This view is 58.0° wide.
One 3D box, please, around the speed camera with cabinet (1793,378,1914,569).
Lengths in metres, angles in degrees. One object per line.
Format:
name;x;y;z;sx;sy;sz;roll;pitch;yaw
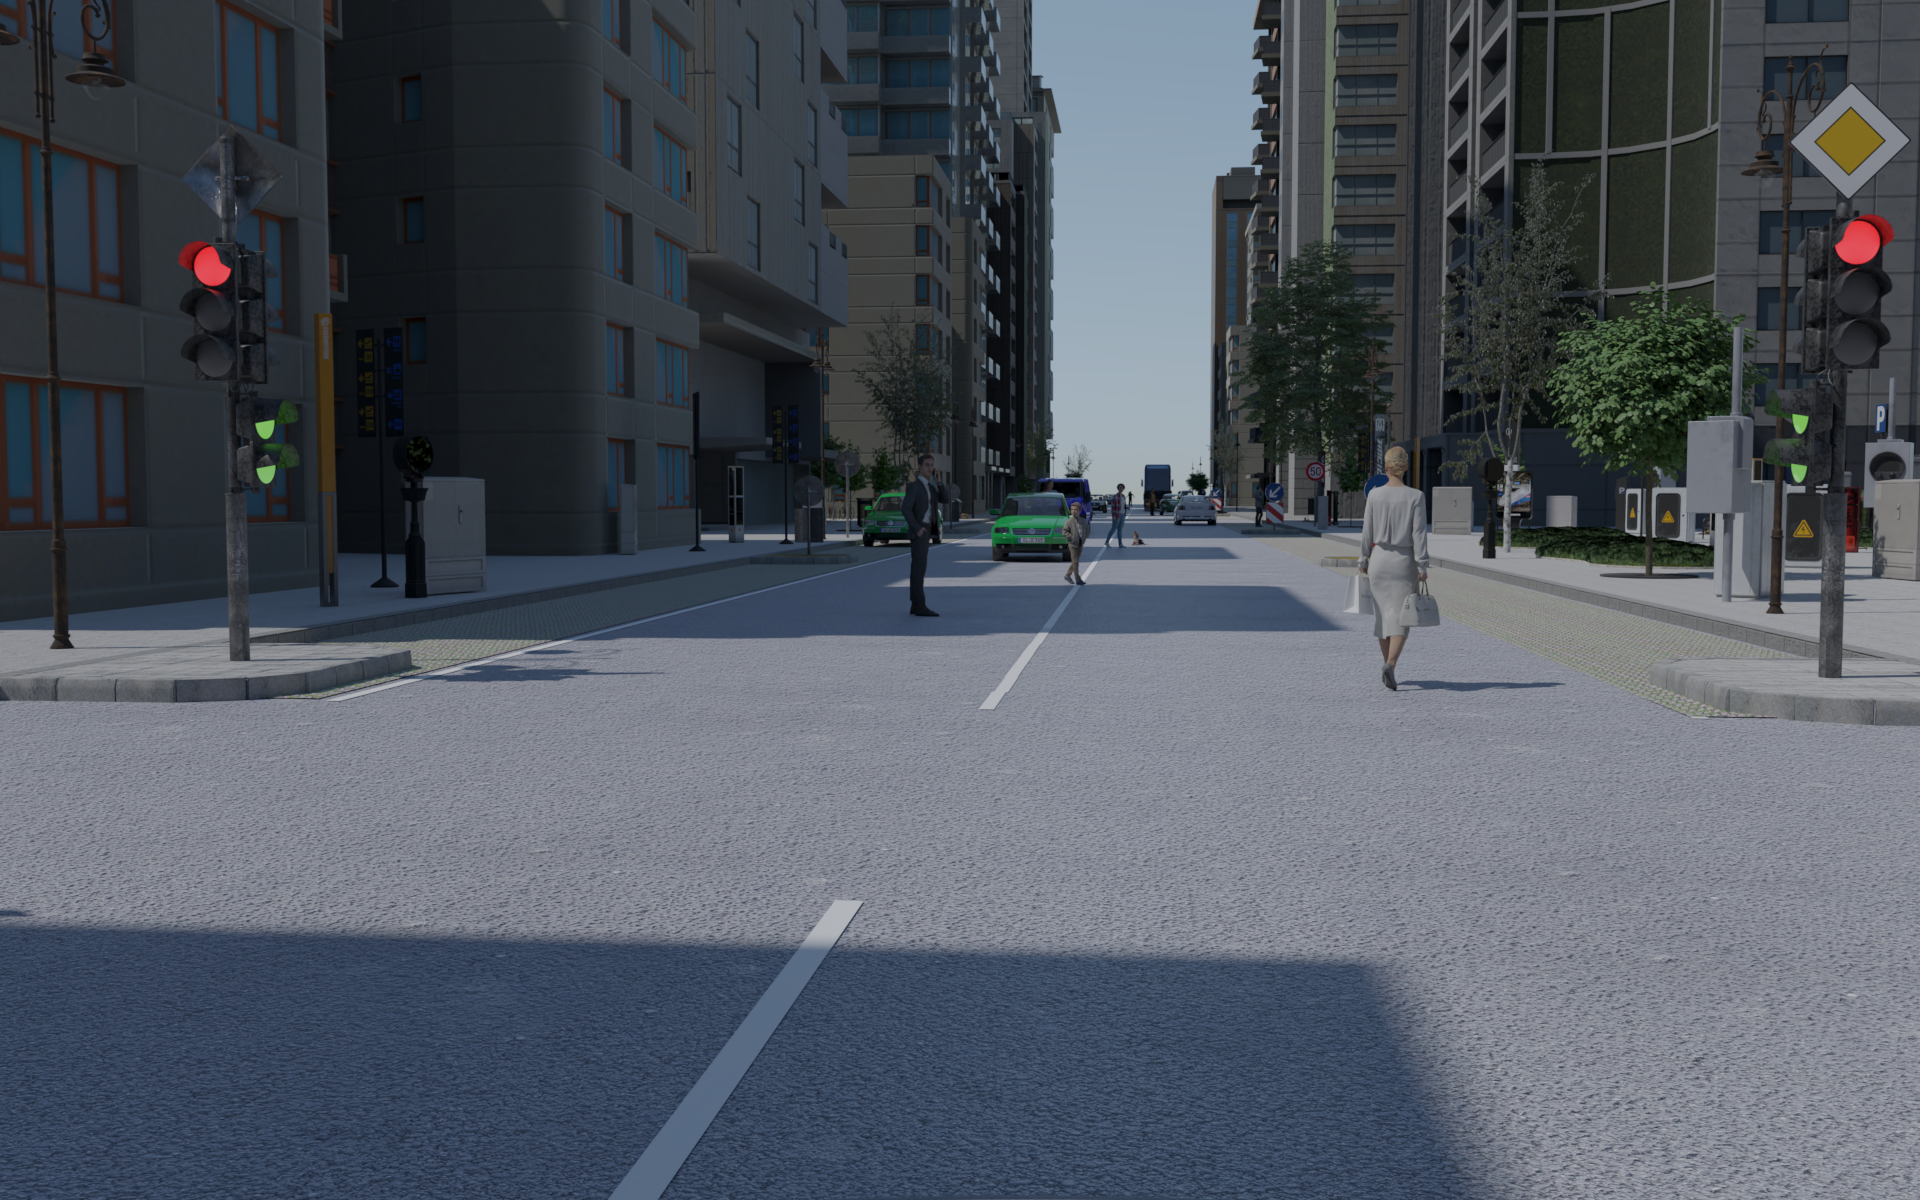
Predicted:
speed camera with cabinet;15.191;-2.167;29.768;2.038;3.252;0.660;2;4;35

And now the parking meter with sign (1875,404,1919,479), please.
parking meter with sign;18.698;-2.277;33.495;1.738;3.016;0.543;1;4;9

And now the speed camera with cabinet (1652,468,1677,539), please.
speed camera with cabinet;19.277;-3.127;45.459;2.038;3.252;0.660;3;5;41

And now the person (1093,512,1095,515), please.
person;6.075;-4.336;84.891;1.012;1.151;0.738;1;4;16

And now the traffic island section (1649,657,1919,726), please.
traffic island section;6.108;0.622;12.116;2.009;0.180;2.903;0;4;6

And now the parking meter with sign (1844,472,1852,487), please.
parking meter with sign;30.147;-3.858;59.344;1.738;3.016;0.543;1;4;20

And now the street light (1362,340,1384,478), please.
street light;12.383;-4.850;52.079;0.468;5.910;1.993;0;4;6

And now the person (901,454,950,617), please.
person;-0.395;-0.775;20.526;0.474;1.900;0.648;1;4;15

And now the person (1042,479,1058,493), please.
person;2.277;-2.213;44.769;0.616;1.811;0.778;-1;4;-10

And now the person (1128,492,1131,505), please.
person;23.033;-13.802;234.878;0.721;1.735;1.217;0;4;-6

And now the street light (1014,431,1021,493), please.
street light;4.168;-9.280;124.516;0.468;5.910;1.993;0;4;6

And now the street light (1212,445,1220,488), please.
street light;23.950;-11.506;160.902;0.468;5.910;1.993;0;4;6

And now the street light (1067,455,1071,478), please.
street light;12.922;-14.274;206.162;0.468;5.910;1.993;0;4;6

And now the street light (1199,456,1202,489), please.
street light;29.134;-14.502;209.889;0.468;5.910;1.993;0;4;6

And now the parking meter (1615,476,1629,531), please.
parking meter;21.671;-3.119;56.704;0.399;1.863;0.255;2;4;33

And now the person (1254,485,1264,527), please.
person;12.925;-4.044;74.798;0.473;1.802;0.592;1;4;23

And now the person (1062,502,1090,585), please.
person;1.845;-0.892;27.362;0.475;1.303;0.640;-2;4;-34

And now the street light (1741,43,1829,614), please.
street light;8.747;-2.790;18.409;0.468;5.910;1.993;0;4;6

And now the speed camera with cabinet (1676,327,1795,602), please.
speed camera with cabinet;9.546;-1.646;21.255;0.660;3.252;2.038;3;5;42

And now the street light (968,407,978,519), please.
street light;0.678;-7.200;90.509;0.468;5.910;1.993;0;4;6

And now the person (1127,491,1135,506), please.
person;20.648;-12.300;209.745;1.348;1.807;0.705;3;5;40

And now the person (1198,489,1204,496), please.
person;18.338;-7.584;132.515;1.348;1.822;0.705;-3;4;-38

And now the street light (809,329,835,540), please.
street light;-3.856;-4.645;48.733;0.468;5.910;1.993;0;4;6

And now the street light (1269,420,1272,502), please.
street light;16.793;-7.386;93.550;0.468;5.910;1.993;0;4;6

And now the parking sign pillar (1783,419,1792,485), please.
parking sign pillar;29.491;-4.421;60.753;1.447;3.967;1.447;0;4;6

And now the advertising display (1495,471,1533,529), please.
advertising display;15.318;-2.611;47.900;0.974;1.923;0.123;2;4;28

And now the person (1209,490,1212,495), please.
person;18.333;-7.145;126.266;0.436;1.711;0.756;0;4;1

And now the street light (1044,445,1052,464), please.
street light;7.862;-11.354;158.430;0.468;5.910;1.993;0;4;6

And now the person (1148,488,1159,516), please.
person;12.765;-6.486;114.646;0.705;1.812;1.348;3;4;37

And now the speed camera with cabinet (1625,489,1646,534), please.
speed camera with cabinet;21.985;-3.719;55.142;0.660;3.252;2.038;0;4;-8

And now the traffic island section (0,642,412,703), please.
traffic island section;-5.567;0.546;13.356;2.009;0.180;2.903;0;4;6

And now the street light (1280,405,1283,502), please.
street light;15.987;-6.935;86.172;0.468;5.910;1.993;0;4;6

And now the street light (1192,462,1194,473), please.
street light;32.851;-16.626;244.618;0.468;5.910;1.993;0;4;6

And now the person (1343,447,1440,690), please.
person;3.168;-0.242;12.806;0.694;1.780;0.624;3;5;44

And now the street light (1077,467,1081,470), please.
street light;16.477;-16.343;239.993;0.468;5.910;1.993;0;4;6

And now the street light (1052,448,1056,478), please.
street light;9.286;-12.214;172.492;0.468;5.910;1.993;0;4;6

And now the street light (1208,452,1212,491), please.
street light;25.517;-12.442;176.217;0.468;5.910;1.993;0;4;6

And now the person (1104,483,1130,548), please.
person;4.220;-2.262;46.328;0.643;1.720;0.563;3;5;44

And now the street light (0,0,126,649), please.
street light;-7.462;-2.534;14.212;0.468;5.910;1.993;0;4;6

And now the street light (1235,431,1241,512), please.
street light;20.365;-9.446;127.227;0.468;5.910;1.993;0;4;6

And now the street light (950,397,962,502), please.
street light;-0.212;-6.704;82.402;0.468;5.910;1.993;0;4;6
